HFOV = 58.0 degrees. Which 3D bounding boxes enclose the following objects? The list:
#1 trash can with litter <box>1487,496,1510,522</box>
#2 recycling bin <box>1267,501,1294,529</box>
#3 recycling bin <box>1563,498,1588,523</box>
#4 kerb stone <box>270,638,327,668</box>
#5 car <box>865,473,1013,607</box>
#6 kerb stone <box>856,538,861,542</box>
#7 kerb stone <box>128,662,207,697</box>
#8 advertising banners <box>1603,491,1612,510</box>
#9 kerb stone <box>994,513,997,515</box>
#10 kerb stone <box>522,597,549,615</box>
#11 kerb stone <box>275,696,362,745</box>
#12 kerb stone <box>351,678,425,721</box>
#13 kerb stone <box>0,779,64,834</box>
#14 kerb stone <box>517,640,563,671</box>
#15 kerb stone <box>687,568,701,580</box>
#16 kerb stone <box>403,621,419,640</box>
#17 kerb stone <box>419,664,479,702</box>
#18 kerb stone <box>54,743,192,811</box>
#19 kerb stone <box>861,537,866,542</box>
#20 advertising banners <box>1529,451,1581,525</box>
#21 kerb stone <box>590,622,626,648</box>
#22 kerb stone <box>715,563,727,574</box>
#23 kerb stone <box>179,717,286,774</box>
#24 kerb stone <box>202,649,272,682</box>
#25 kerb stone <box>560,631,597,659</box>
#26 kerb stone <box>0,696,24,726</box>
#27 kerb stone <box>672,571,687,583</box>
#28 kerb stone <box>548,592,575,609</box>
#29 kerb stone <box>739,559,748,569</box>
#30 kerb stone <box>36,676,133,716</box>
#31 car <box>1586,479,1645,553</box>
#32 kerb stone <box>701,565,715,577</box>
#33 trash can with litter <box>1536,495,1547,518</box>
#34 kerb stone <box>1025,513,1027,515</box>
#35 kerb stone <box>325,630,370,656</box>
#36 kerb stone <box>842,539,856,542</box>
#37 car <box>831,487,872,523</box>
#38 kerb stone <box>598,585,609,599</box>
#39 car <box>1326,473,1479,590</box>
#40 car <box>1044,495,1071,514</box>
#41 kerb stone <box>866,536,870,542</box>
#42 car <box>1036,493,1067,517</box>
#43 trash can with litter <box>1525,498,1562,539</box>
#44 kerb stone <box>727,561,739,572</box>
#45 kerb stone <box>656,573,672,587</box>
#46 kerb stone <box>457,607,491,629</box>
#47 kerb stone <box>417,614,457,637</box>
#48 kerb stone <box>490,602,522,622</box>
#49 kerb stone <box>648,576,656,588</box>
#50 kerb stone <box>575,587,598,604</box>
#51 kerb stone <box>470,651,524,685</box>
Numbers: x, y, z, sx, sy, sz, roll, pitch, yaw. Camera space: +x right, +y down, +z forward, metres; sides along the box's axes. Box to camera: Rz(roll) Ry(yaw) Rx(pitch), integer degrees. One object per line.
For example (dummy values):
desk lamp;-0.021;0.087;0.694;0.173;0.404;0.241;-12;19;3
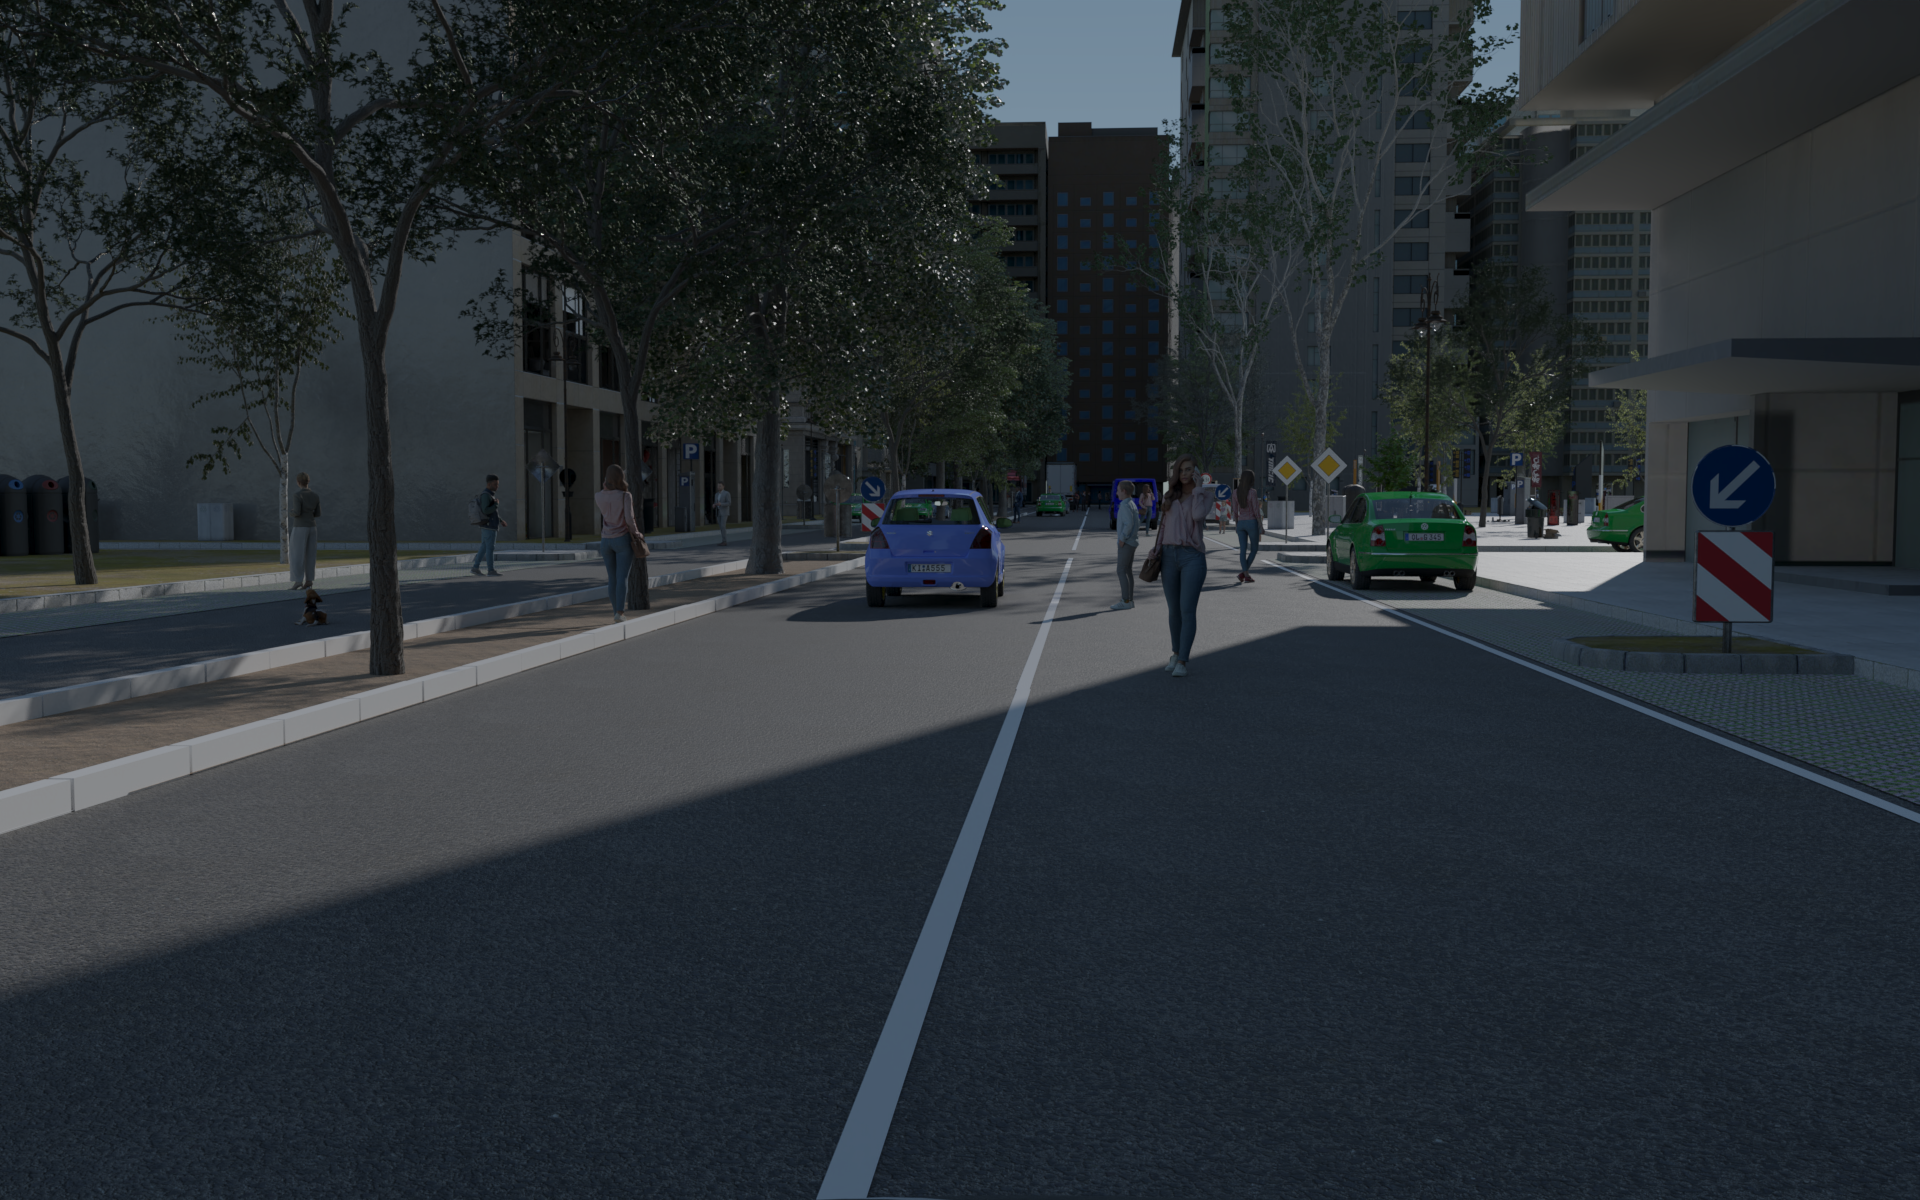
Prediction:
trash can with litter;24.782;-4.207;79.841;1.678;1.210;2.233;1;4;19
recycling bin;11.795;-3.126;63.659;0.722;1.027;0.722;-3;5;-41
recycling bin;27.479;-3.972;77.491;0.722;1.027;0.722;0;4;-1
kerb stone;-5.649;0.463;14.633;0.120;0.150;1.000;0;4;4
car;-0.275;-0.835;23.239;1.945;1.707;3.694;0;4;3
kerb stone;-2.994;-1.632;48.904;0.120;0.150;1.000;0;4;4
kerb stone;-5.807;0.590;12.595;0.120;0.150;1.000;0;4;4
advertising banners;29.268;-5.040;78.594;0.090;3.025;2.074;0;4;7
kerb stone;2.462;-5.947;119.431;0.120;0.150;1.000;0;4;4
kerb stone;-5.175;0.092;20.757;0.120;0.150;1.000;0;4;4
kerb stone;-3.866;0.724;10.369;0.120;0.150;1.000;0;4;4
kerb stone;-3.788;0.661;11.388;0.120;0.150;1.000;0;4;4
kerb stone;-4.100;0.913;7.302;0.120;0.150;1.000;0;4;4
kerb stone;-3.551;0.474;14.451;0.120;0.150;1.000;0;4;4
kerb stone;-4.538;-0.413;28.959;0.120;0.150;1.000;0;4;4
kerb stone;-5.486;0.342;16.671;0.120;0.150;1.000;0;4;4
kerb stone;-3.706;0.601;12.410;0.120;0.150;1.000;0;4;4
kerb stone;-4.019;0.849;8.320;0.120;0.150;1.000;0;4;4
kerb stone;-2.914;-1.692;49.929;0.120;0.150;1.000;0;4;4
advertising banners;24.345;-4.570;70.905;2.074;3.025;0.090;1;4;10
kerb stone;-3.397;0.349;16.493;0.120;0.150;1.000;0;4;4
kerb stone;-4.380;-0.536;31.003;0.120;0.150;1.000;0;4;4
kerb stone;-3.944;0.787;9.350;0.120;0.150;1.000;0;4;4
kerb stone;-5.722;0.525;13.613;0.120;0.150;1.000;0;4;4
kerb stone;-3.473;0.416;15.474;0.120;0.150;1.000;0;4;4
kerb stone;-5.955;0.715;10.557;0.120;0.150;1.000;0;4;4
kerb stone;-4.616;-0.349;27.932;0.120;0.150;1.000;0;4;4
kerb stone;-5.087;0.025;21.786;0.120;0.150;1.000;0;4;4
kerb stone;-4.218;-0.662;33.050;0.120;0.150;1.000;0;4;4
kerb stone;-5.881;0.650;11.576;0.120;0.150;1.000;0;4;4
car;17.415;-1.977;41.126;4.718;1.807;1.959;0;4;6
kerb stone;-4.460;-0.476;29.978;0.120;0.150;1.000;0;4;4
trash can with litter;31.978;-5.135;95.006;2.233;1.210;1.678;1;4;16
kerb stone;4.238;-5.688;115.193;0.120;0.150;1.000;0;4;4
kerb stone;-5.565;0.400;15.652;0.120;0.150;1.000;0;4;4
kerb stone;-3.073;-1.571;47.884;0.120;0.150;1.000;0;4;4
car;-5.393;-4.759;86.613;1.959;1.807;4.718;0;4;6
kerb stone;-4.935;-0.100;23.832;0.120;0.150;1.000;0;4;4
car;6.834;-1.117;27.060;1.959;1.807;4.718;0;4;4
car;7.067;-6.988;126.249;2.014;1.417;4.499;0;4;5
kerb stone;-2.835;-1.759;50.956;0.120;0.150;1.000;0;4;4
car;5.859;-6.271;111.326;1.959;1.807;4.718;0;4;5
trash can with litter;16.834;-2.357;49.916;0.624;1.170;1.055;-3;5;-41
kerb stone;-4.298;-0.601;32.021;0.120;0.150;1.000;0;4;4
kerb stone;-4.697;-0.288;26.906;0.120;0.150;1.000;0;4;4
kerb stone;-5.324;0.213;18.712;0.120;0.150;1.000;0;4;4
kerb stone;-5.405;0.276;17.690;0.120;0.150;1.000;0;4;4
kerb stone;-5.248;0.151;19.731;0.120;0.150;1.000;0;4;4
kerb stone;-4.772;-0.226;25.886;0.120;0.150;1.000;0;4;4
kerb stone;-5.007;-0.038;22.809;0.120;0.150;1.000;0;4;4
kerb stone;-3.624;0.536;13.432;0.120;0.150;1.000;0;4;4
